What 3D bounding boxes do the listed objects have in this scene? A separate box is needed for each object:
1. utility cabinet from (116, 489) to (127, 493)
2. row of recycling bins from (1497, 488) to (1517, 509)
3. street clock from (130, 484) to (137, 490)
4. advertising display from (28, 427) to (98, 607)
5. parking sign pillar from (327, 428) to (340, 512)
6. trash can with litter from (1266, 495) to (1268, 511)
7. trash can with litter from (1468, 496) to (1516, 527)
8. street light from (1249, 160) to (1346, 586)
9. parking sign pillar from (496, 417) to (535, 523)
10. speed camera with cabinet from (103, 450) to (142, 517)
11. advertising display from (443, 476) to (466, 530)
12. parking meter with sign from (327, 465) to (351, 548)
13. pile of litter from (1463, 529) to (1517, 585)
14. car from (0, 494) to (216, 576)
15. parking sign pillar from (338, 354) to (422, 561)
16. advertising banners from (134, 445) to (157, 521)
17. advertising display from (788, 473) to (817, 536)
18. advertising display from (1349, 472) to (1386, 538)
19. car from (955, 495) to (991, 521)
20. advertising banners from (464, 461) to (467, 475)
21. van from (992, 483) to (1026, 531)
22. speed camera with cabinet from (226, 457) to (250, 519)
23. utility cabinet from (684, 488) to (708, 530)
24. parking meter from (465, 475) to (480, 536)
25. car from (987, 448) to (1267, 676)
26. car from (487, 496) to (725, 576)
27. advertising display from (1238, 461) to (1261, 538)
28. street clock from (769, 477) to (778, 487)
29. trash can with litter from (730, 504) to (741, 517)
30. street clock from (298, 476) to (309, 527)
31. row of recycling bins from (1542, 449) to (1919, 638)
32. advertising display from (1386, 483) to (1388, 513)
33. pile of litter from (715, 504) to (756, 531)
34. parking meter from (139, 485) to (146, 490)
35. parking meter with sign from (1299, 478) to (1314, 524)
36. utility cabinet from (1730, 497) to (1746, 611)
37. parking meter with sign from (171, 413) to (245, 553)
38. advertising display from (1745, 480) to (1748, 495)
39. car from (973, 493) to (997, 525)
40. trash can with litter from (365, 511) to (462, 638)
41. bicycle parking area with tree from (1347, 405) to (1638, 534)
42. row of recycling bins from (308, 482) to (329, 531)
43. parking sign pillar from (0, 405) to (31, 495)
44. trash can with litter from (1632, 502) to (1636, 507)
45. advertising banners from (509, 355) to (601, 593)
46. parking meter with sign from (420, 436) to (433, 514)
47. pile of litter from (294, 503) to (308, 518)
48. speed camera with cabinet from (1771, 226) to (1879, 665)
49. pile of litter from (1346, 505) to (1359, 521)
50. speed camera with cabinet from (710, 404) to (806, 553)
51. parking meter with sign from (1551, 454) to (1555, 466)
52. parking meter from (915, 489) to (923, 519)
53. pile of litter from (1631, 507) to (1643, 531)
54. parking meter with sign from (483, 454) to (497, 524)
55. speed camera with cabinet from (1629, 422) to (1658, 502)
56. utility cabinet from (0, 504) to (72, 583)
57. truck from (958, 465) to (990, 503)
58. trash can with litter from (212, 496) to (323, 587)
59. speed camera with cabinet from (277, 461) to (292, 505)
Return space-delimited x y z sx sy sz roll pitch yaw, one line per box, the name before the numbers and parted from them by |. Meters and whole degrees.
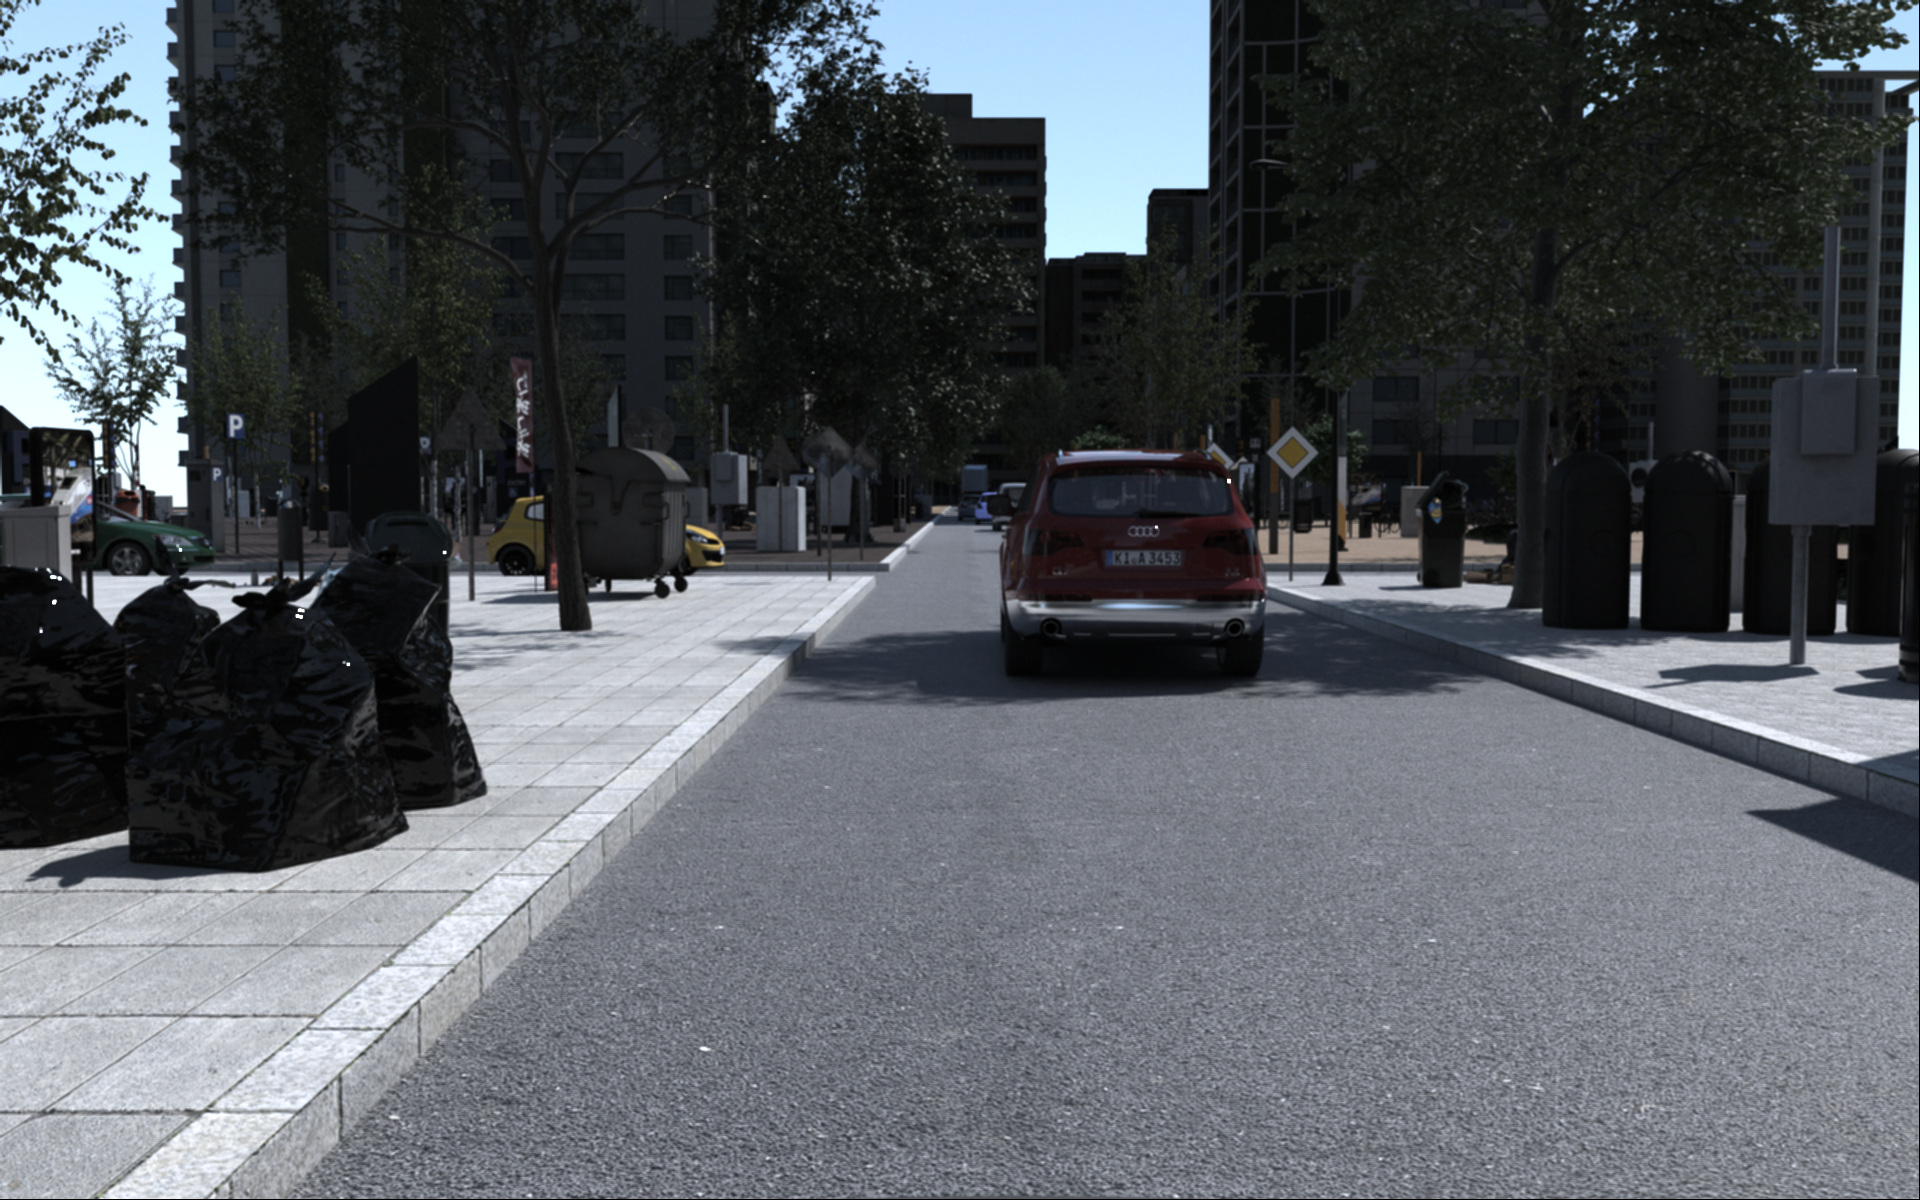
utility cabinet | -34.028 -3.770 70.311 0.318 1.500 1.173 -1 4 -20
row of recycling bins | 32.233 -5.764 101.359 1.069 1.692 3.534 0 4 4
street clock | -49.004 -6.005 102.750 0.358 2.002 0.471 -3 5 -42
advertising display | -8.793 -0.722 17.018 0.123 1.923 0.974 0 4 2
parking sign pillar | -18.536 -3.931 52.742 1.447 3.967 1.447 -1 4 -15
trash can with litter | 16.699 -5.128 94.892 1.678 1.210 2.233 0 4 4
trash can with litter | 20.783 -3.409 66.797 2.233 1.210 1.678 2 4 25
street light | 4.723 -3.163 24.251 1.470 5.913 1.316 0 4 0
parking sign pillar | -15.527 -4.404 60.477 1.447 3.967 1.447 1 4 15
speed camera with cabinet | -35.360 -4.811 72.996 0.660 3.252 2.038 0 4 7
advertising display | -18.131 -3.495 62.361 0.974 1.923 0.123 -3 5 -43
parking meter with sign | -14.442 -2.797 41.999 0.543 3.016 1.738 3 5 42
pile of litter | 7.846 -0.666 24.856 1.176 0.858 1.719 0 4 6
car | -15.133 -1.067 29.245 4.920 1.459 2.131 0 4 -1
parking sign pillar | -11.091 -2.748 33.407 1.447 3.967 1.447 -1 4 -15
advertising banners | -29.666 -4.088 63.020 0.090 3.025 2.074 0 4 -7
advertising display | -4.781 -2.907 52.739 0.974 1.923 0.123 2 4 24
advertising display | 11.932 -2.796 50.930 0.974 1.923 0.123 2 4 23
car | 0.761 -4.954 92.995 2.014 1.417 4.499 0 4 0
advertising banners | -25.705 -5.815 91.265 0.090 3.025 2.074 -3 4 -36
van | 2.141 -3.721 67.848 2.013 2.044 4.112 0 4 -1
speed camera with cabinet | -38.211 -5.952 91.658 0.660 3.252 2.038 -3 4 -39
utility cabinet | -9.342 -3.189 60.822 1.173 1.500 0.318 3 5 41
parking meter | -15.086 -2.929 53.603 0.255 1.863 0.399 2 4 30
car | 1.376 -0.399 15.194 2.281 1.827 5.304 0 4 1
car | -6.054 -1.197 29.796 3.980 1.641 2.015 0 4 1
advertising display | 5.755 -1.792 34.514 0.123 1.923 0.974 -1 4 -11
street clock | -6.878 -3.622 63.783 0.358 2.002 0.471 -1 4 -20
trash can with litter | -11.969 -4.972 92.671 0.624 1.170 1.055 1 4 14
street clock | -25.870 -3.898 68.306 0.471 2.002 0.358 3 5 41
row of recycling bins | 7.323 -0.557 16.226 3.534 1.692 1.069 1 4 20
advertising display | 24.168 -5.745 99.152 0.123 1.923 0.974 -1 4 -19
pile of litter | -7.676 -2.842 60.428 1.719 0.858 1.176 1 4 17
parking meter | -50.677 -6.220 107.406 0.255 1.863 0.399 0 4 -5
parking meter with sign | 15.116 -4.847 75.508 0.543 3.016 1.738 0 4 -7
utility cabinet | 8.874 -0.496 19.266 1.020 1.237 0.306 -1 4 -19
parking meter with sign | -16.459 -2.540 37.784 1.738 3.016 0.543 1 4 20
advertising display | 36.807 -4.574 79.996 0.974 1.923 0.123 2 4 30
car | 1.561 -4.400 81.524 1.945 1.707 3.694 0 3 0
trash can with litter | -3.371 0.033 10.848 0.624 1.170 1.055 -2 4 -24
bicycle parking area with tree | 17.529 -4.261 56.668 8.231 4.147 9.016 -1 4 -21
row of recycling bins | -21.214 -3.315 61.313 3.534 1.692 1.069 -1 4 -15
parking sign pillar | -28.729 -3.955 53.130 1.447 3.967 1.447 1 4 19
trash can with litter | 42.036 -5.926 108.277 0.624 1.170 1.055 2 4 27
advertising banners | -5.341 -1.633 22.891 0.090 3.025 2.074 1 4 20
parking meter with sign | -16.548 -3.396 51.793 0.543 3.016 1.738 2 4 26
pile of litter | -33.610 -4.510 87.703 1.719 0.858 1.176 0 4 -2
speed camera with cabinet | 7.171 -1.134 12.877 2.038 3.252 0.660 1 4 19
pile of litter | 19.014 -4.309 84.425 1.176 0.858 1.719 1 4 13
speed camera with cabinet | -4.455 -2.686 38.259 2.038 3.252 0.660 1 4 14
parking meter with sign | 25.591 -4.744 73.822 0.543 3.016 1.738 1 4 11
parking meter | -2.140 -5.014 90.388 0.372 1.533 0.369 0 3 0
pile of litter | 23.075 -2.801 59.767 1.719 0.858 1.176 0 4 6
parking meter with sign | -20.088 -4.802 74.767 0.543 3.016 1.738 -3 5 -41
speed camera with cabinet | 18.494 -3.296 48.220 0.660 3.252 2.038 -2 4 -31
utility cabinet | -5.362 0.066 10.084 0.306 1.237 1.020 -2 4 -24
truck | 1.226 -10.098 154.866 2.967 4.110 18.799 0 4 1
trash can with litter | -9.183 -0.797 24.082 2.233 1.210 1.678 3 4 36
speed camera with cabinet | -40.995 -6.769 105.006 0.660 3.252 2.038 -2 4 -30
